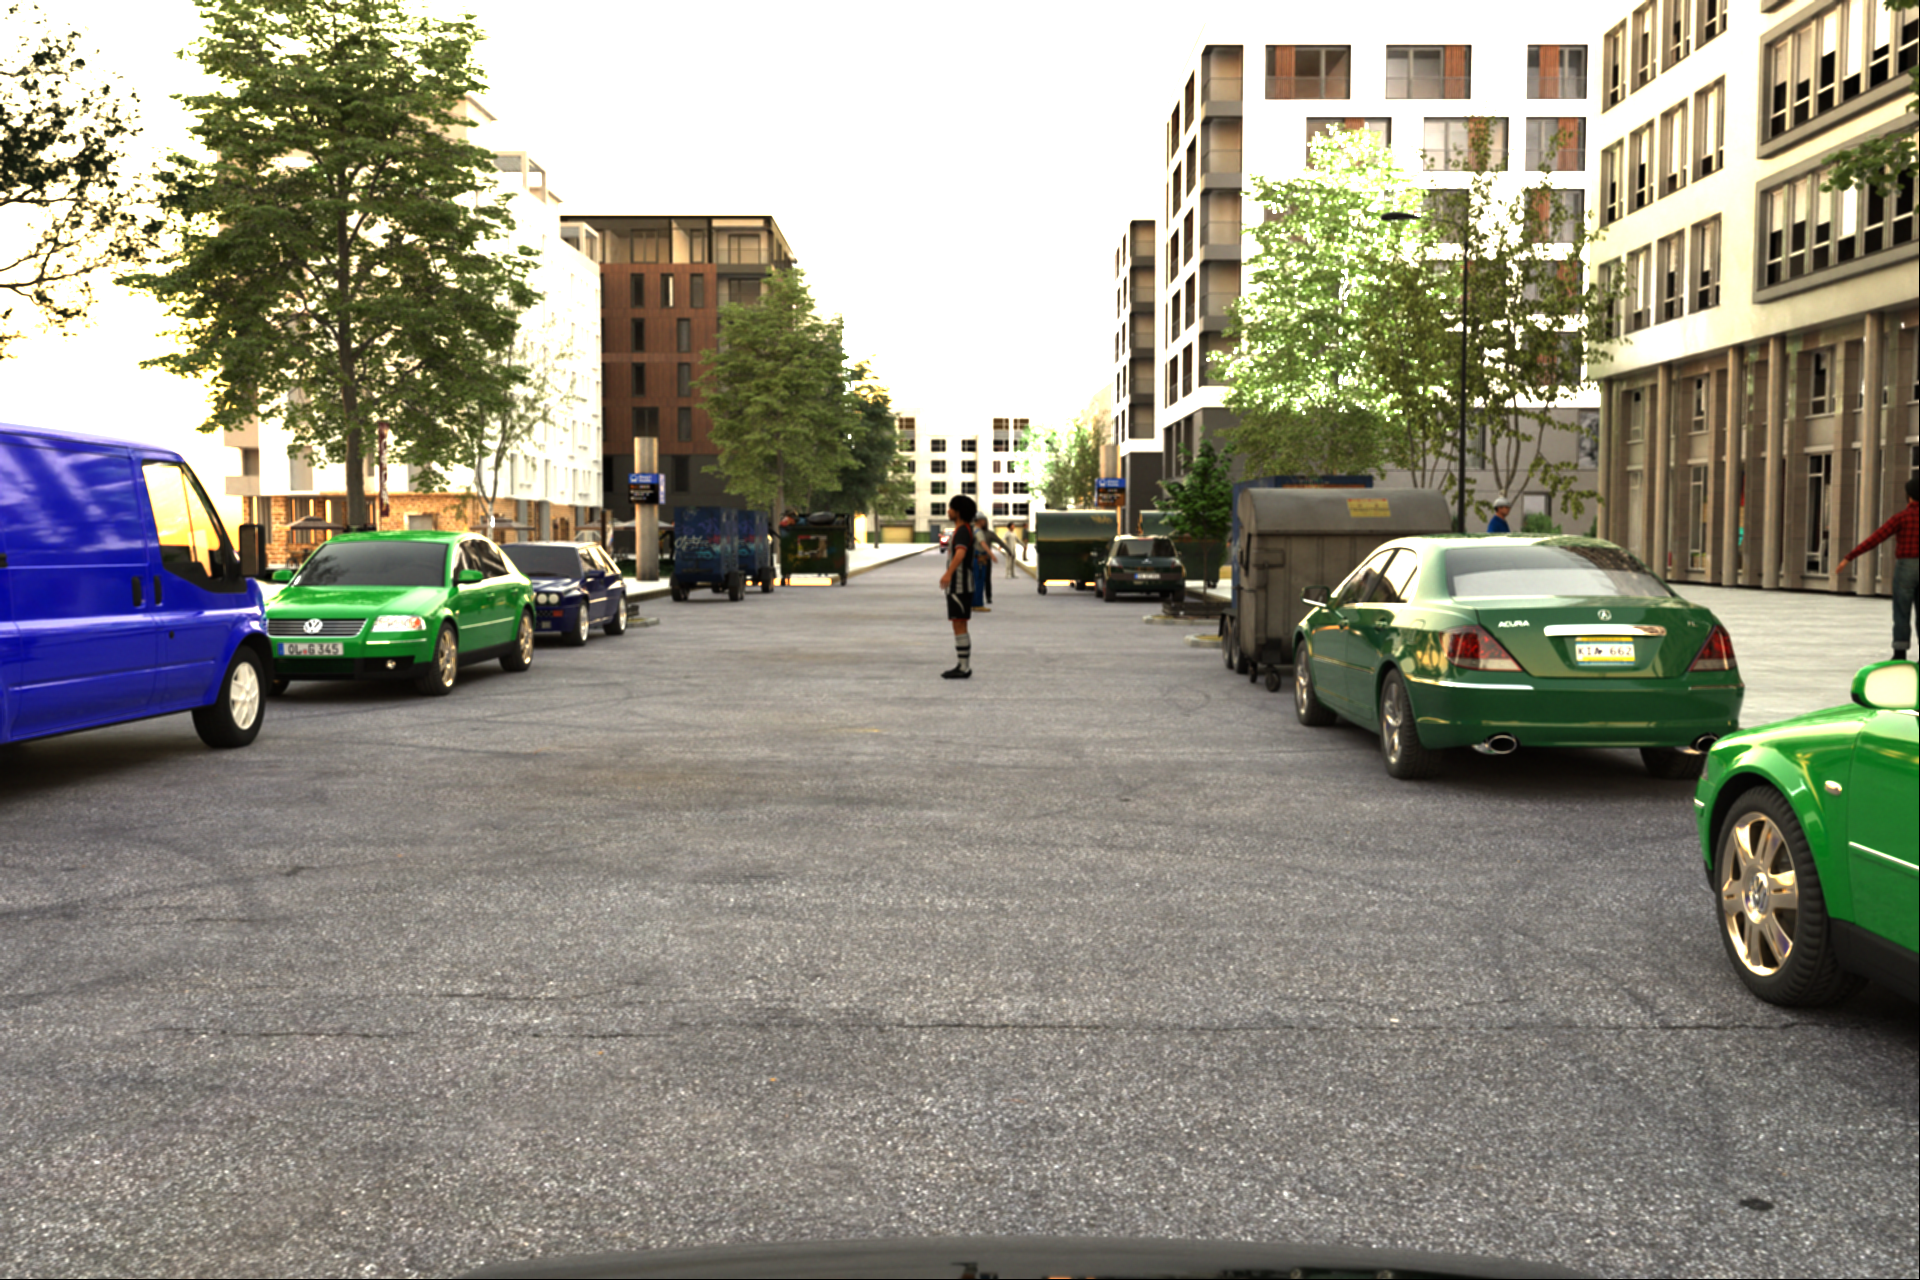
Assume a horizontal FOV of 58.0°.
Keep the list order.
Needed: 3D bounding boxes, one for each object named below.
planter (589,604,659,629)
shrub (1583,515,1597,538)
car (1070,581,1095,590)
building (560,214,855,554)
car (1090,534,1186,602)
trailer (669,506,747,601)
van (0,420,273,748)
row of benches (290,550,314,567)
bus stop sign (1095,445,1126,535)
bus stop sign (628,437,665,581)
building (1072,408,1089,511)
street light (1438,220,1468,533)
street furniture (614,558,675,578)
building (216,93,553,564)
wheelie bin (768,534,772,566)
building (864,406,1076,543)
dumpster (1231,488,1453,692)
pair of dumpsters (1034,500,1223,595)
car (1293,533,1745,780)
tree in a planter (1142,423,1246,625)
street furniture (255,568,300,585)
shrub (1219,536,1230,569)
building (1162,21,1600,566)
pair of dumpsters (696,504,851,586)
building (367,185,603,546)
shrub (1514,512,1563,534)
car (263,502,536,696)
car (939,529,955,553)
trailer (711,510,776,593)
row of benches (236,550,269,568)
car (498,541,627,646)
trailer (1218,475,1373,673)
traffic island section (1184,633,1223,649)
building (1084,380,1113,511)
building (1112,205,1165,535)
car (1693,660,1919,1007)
[{"bbox_3d":[-5.794,-0.365,27.105,1.991,0.319,1.994,0,4,1],"label":"planter"},{"bbox_3d":[19.657,-2.960,52.807,1.690,2.028,1.600,0,3,0],"label":"shrub"},{"bbox_3d":[3.882,-2.028,45.520,2.083,1.381,4.827,0,4,1],"label":"car"},{"bbox_3d":[-22.586,-17.331,127.334,27.936,21.610,32.646,0,4,0],"label":"building"},{"bbox_3d":[3.894,-1.719,37.895,2.009,1.686,4.222,0,4,0],"label":"car"},{"bbox_3d":[-5.407,-1.799,36.458,1.471,1.999,3.904,0,4,1],"label":"trailer"},{"bbox_3d":[-5.748,-0.338,9.908,2.240,2.365,5.245,0,4,1],"label":"van"},{"bbox_3d":[-24.055,-3.194,67.692,4.104,0.672,1.422,0,4,5],"label":"row of benches"},{"bbox_3d":[4.449,-3.812,51.337,0.837,3.901,0.837,0,4,0],"label":"bus stop sign"},{"bbox_3d":[-8.553,-3.567,47.328,0.837,3.901,0.837,0,4,1],"label":"bus stop sign"},{"bbox_3d":[24.428,-23.828,220.508,19.493,23.208,18.063,0,4,0],"label":"building"},{"bbox_3d":[7.832,-3.214,25.092,1.470,5.913,1.316,0,4,0],"label":"street light"},{"bbox_3d":[-10.757,-2.393,54.756,5.734,0.657,10.072,-1,4,-8],"label":"street furniture"},{"bbox_3d":[-26.035,-13.423,75.888,16.016,20.090,11.380,0,4,1],"label":"building"},{"bbox_3d":[-6.293,-2.848,54.467,0.693,1.594,0.980,0,4,1],"label":"wheelie bin"},{"bbox_3d":[2.244,-23.100,246.605,31.486,18.905,16.747,0,4,-4],"label":"building"},{"bbox_3d":[3.532,-0.485,16.147,1.865,1.857,1.264,0,4,0],"label":"dumpster"},{"bbox_3d":[3.967,-2.215,41.165,4.436,2.255,1.574,0,3,0],"label":"pair of dumpsters"},{"bbox_3d":[3.449,0.016,11.537,2.131,1.459,4.920,0,4,0],"label":"car"},{"bbox_3d":[3.980,-1.885,28.038,1.991,3.239,1.994,0,4,1],"label":"tree in a planter"},{"bbox_3d":[-29.337,-2.852,51.655,27.439,1.986,14.083,1,4,10],"label":"street furniture"},{"bbox_3d":[8.105,-3.226,57.160,1.690,2.028,1.600,0,3,0],"label":"shrub"},{"bbox_3d":[23.750,-14.785,85.715,27.936,21.610,32.646,0,4,0],"label":"building"},{"bbox_3d":[-5.259,-2.639,48.094,4.436,2.255,1.574,0,4,1],"label":"pair of dumpsters"},{"bbox_3d":[-27.484,-14.614,95.360,16.016,20.090,11.380,0,4,1],"label":"building"},{"bbox_3d":[19.126,-3.257,57.290,1.661,2.075,1.752,0,3,0],"label":"shrub"},{"bbox_3d":[-5.408,-0.485,16.733,1.959,1.807,4.718,0,3,0],"label":"car"},{"bbox_3d":[-0.467,-7.516,131.560,2.281,1.827,5.304,0,4,0],"label":"car"},{"bbox_3d":[-5.325,-2.121,41.733,1.471,1.999,3.904,0,4,1],"label":"trailer"},{"bbox_3d":[-27.985,-3.129,66.626,4.104,0.672,1.422,3,5,39],"label":"row of benches"},{"bbox_3d":[-5.649,-0.658,23.333,1.945,1.354,3.894,0,4,0],"label":"car"},{"bbox_3d":[3.541,-0.719,18.806,1.471,1.999,3.904,0,4,0],"label":"trailer"},{"bbox_3d":[3.942,0.022,22.509,1.991,0.108,1.994,0,4,1],"label":"traffic island section"},{"bbox_3d":[24.249,-22.358,196.482,19.493,23.208,18.063,0,4,1],"label":"building"},{"bbox_3d":[24.689,-17.136,124.141,27.936,21.610,32.646,0,4,1],"label":"building"},{"bbox_3d":[3.315,0.299,3.901,1.959,1.807,4.718,0,4,0],"label":"car"}]
